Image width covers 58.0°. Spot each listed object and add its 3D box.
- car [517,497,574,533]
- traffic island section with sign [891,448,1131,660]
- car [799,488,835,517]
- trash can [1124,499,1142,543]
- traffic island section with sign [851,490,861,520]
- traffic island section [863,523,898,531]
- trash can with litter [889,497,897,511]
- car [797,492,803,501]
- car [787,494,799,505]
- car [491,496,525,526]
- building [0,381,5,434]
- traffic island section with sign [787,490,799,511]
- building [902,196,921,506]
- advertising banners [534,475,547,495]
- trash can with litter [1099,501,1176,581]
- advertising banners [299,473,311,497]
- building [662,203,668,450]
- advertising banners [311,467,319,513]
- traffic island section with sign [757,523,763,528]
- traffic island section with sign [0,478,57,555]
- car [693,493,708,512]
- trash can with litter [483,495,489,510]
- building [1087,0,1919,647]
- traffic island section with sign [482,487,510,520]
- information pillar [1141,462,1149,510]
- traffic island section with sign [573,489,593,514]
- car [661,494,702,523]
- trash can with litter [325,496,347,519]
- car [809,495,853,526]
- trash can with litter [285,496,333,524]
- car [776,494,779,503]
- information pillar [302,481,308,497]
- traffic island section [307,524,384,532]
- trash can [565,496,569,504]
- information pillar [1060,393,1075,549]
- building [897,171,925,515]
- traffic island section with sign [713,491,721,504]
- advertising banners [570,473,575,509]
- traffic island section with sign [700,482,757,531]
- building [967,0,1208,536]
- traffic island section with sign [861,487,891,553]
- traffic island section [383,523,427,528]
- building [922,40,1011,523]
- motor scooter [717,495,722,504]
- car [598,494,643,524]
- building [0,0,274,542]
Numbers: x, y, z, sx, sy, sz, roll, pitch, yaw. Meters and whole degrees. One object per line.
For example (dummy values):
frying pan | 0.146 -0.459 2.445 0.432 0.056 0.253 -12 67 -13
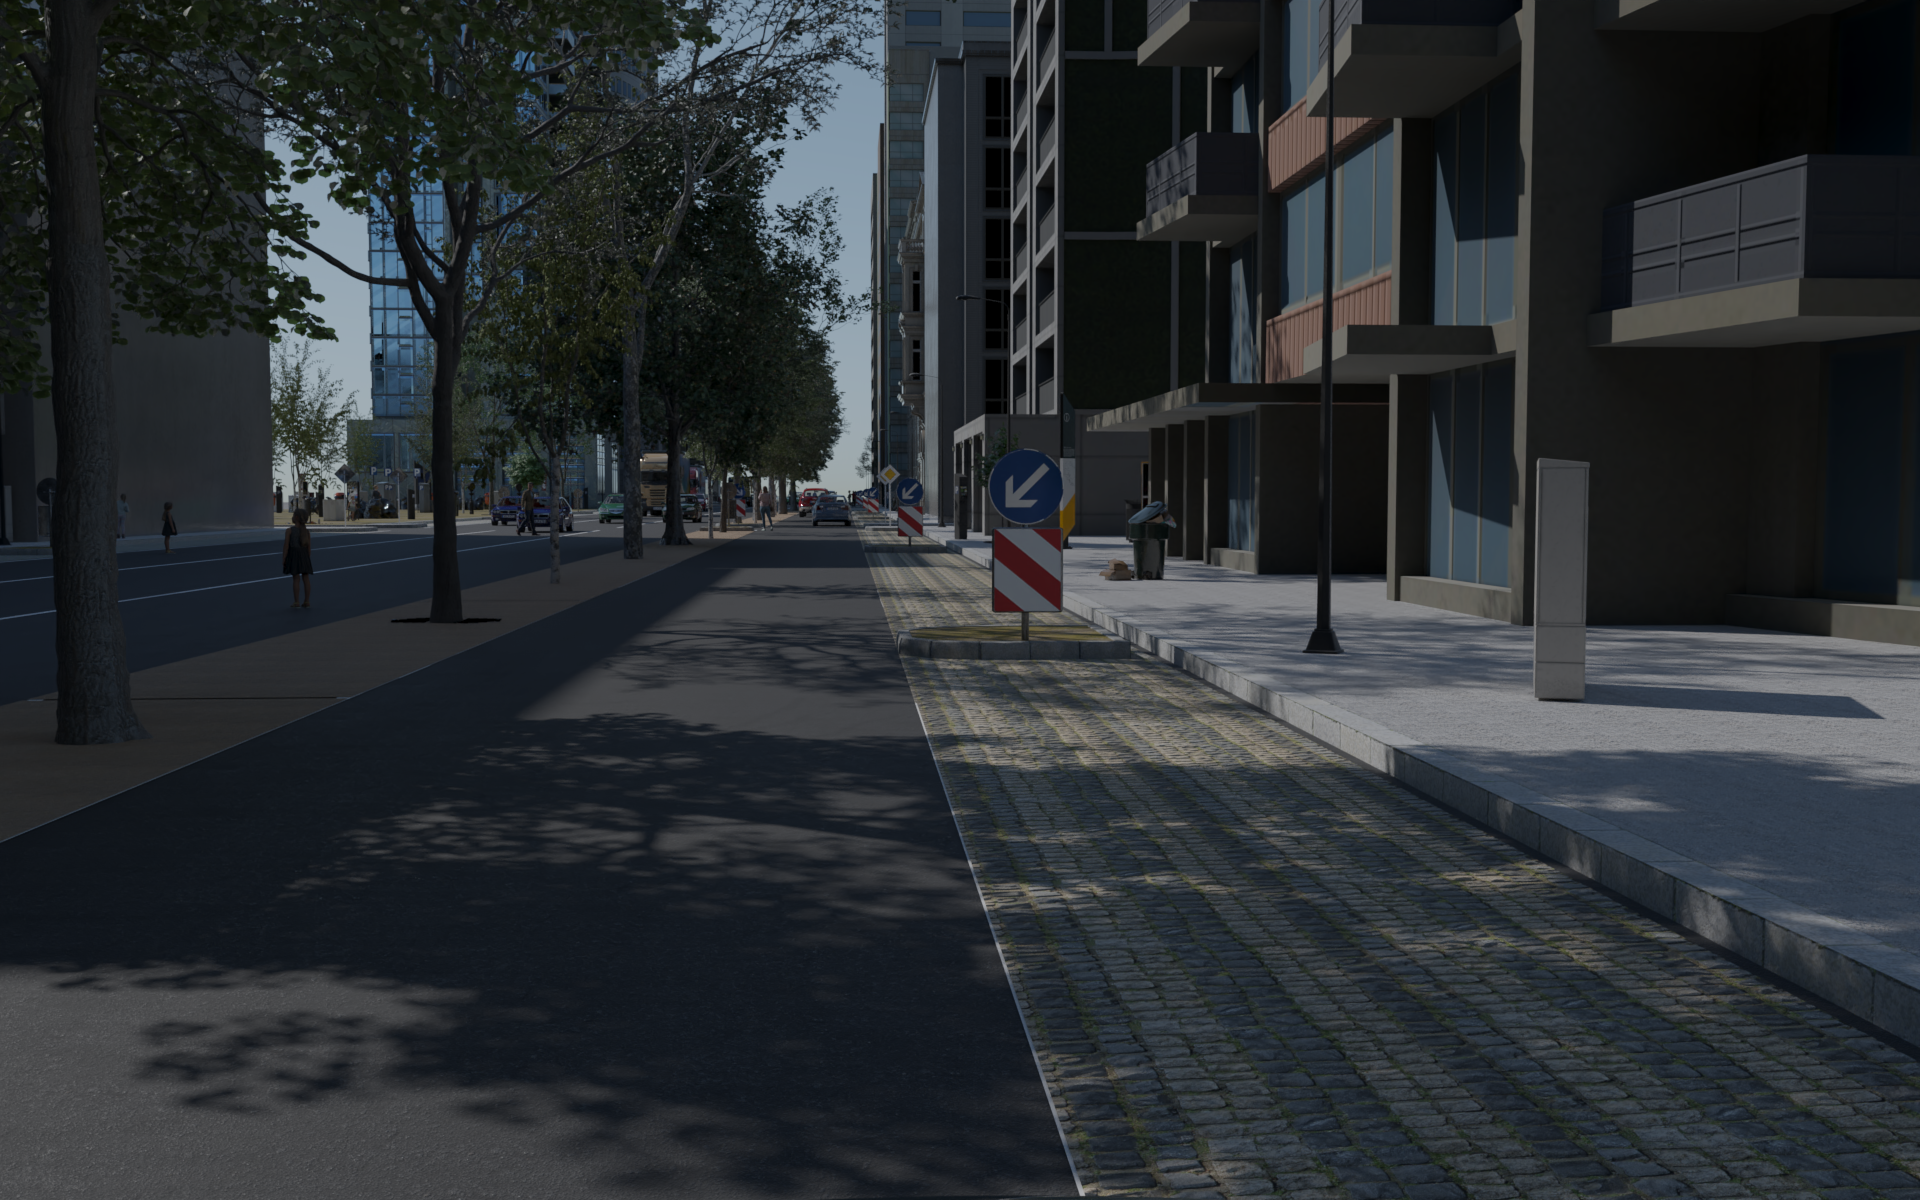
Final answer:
car | -15.727 -3.250 65.717 1.945 1.354 3.894 0 4 -5
traffic island section with sign | 0.422 -0.441 15.835 1.989 1.847 2.006 0 4 -4
car | -8.997 -6.106 108.508 2.281 1.827 5.304 0 4 -3
trash can | 4.683 -2.082 45.702 0.748 1.137 0.748 0 3 0
traffic island section with sign | -5.001 -5.435 97.496 1.989 1.847 2.006 0 4 -4
traffic island section | -3.202 -3.249 75.395 2.009 0.180 2.903 0 4 -4
trash can with litter | -5.036 -7.328 131.192 0.624 1.170 1.055 -2 4 -32
car | -26.210 -16.644 280.807 2.281 1.827 5.304 0 4 -6
car | -23.029 -14.034 238.259 1.959 1.807 4.718 0 4 -5
car | -20.505 -4.116 79.869 1.945 1.354 3.894 0 4 -5
building | -30.328 -12.817 28.630 14.314 24.678 30.058 0 4 -4
traffic island section with sign | -14.494 -8.653 149.612 2.006 1.907 1.989 0 4 -4
building | 1.845 -20.834 137.901 12.463 27.353 25.104 0 4 -4
advertising banners | -35.727 -9.160 145.953 2.074 3.025 0.090 1 4 11
trash can with litter | 2.646 -0.883 25.825 1.055 1.170 0.624 -2 4 -27
advertising banners | -54.422 -9.124 145.363 2.074 3.025 0.090 0 4 -3
building | -43.766 -32.474 214.536 14.154 41.232 14.086 0 4 -4
advertising banners | -42.528 -7.232 114.424 0.090 3.025 2.074 -1 4 -15
traffic island section with sign | -9.510 -4.067 74.638 2.006 1.907 1.989 0 4 -4
traffic island section with sign | -21.835 -1.990 41.164 1.989 1.847 2.006 0 4 -4
car | -21.733 -8.167 142.564 2.155 1.783 4.494 0 4 -5
trash can with litter | -38.540 -7.949 141.345 0.624 1.170 1.055 1 4 19
building | 14.506 -22.614 24.366 22.147 44.769 28.867 0 4 -4
traffic island section with sign | -25.509 -5.390 96.757 1.989 1.847 2.006 0 4 -4
information pillar | 4.349 -2.154 39.715 0.304 2.012 0.304 2 4 25
traffic island section with sign | -27.302 -7.043 123.776 1.989 1.847 2.006 0 4 -4
car | -14.036 -4.756 87.539 2.009 1.686 4.222 0 4 -4
trash can with litter | -30.146 -4.418 83.624 1.055 1.170 0.624 -3 4 -37
car | -5.852 -4.085 78.796 2.014 1.417 4.499 0 4 -5
trash can with litter | -28.246 -3.889 74.639 2.233 1.210 1.678 3 5 40
car | -31.413 -17.058 290.907 2.014 1.417 4.499 0 4 -4
information pillar | -37.010 -5.715 97.935 0.304 2.012 0.304 -1 4 -18
traffic island section | -23.470 -2.677 66.057 2.009 0.180 2.903 0 4 -4
trash can | -31.936 -7.861 140.188 0.748 1.137 0.748 0 3 0
information pillar | 2.499 -2.996 40.333 0.183 3.616 0.504 3 5 41
building | 3.373 -17.666 107.931 14.460 24.649 34.723 0 4 -4
traffic island section with sign | -36.038 -15.091 255.360 1.989 1.847 2.006 0 4 -4
advertising banners | -32.506 -9.108 145.105 0.090 3.025 2.074 0 4 -4
traffic island section with sign | -9.030 -3.615 67.246 2.006 1.907 1.989 0 4 -4
building | 10.631 -37.790 56.124 20.563 71.187 20.611 0 4 -4
traffic island section with sign | -1.367 -2.086 42.735 1.989 1.847 2.006 0 4 -4
traffic island section | -23.998 -3.165 74.025 2.009 0.180 2.903 0 4 -4
building | 13.541 -16.094 82.208 30.058 24.678 14.314 0 4 -4
motor scooter | -34.906 -14.592 251.349 0.815 1.314 1.986 0 4 -3
car | -16.769 -4.520 85.707 2.131 1.459 4.920 0 4 -5
building | -42.164 -15.244 53.763 34.151 26.468 19.350 0 4 -4
